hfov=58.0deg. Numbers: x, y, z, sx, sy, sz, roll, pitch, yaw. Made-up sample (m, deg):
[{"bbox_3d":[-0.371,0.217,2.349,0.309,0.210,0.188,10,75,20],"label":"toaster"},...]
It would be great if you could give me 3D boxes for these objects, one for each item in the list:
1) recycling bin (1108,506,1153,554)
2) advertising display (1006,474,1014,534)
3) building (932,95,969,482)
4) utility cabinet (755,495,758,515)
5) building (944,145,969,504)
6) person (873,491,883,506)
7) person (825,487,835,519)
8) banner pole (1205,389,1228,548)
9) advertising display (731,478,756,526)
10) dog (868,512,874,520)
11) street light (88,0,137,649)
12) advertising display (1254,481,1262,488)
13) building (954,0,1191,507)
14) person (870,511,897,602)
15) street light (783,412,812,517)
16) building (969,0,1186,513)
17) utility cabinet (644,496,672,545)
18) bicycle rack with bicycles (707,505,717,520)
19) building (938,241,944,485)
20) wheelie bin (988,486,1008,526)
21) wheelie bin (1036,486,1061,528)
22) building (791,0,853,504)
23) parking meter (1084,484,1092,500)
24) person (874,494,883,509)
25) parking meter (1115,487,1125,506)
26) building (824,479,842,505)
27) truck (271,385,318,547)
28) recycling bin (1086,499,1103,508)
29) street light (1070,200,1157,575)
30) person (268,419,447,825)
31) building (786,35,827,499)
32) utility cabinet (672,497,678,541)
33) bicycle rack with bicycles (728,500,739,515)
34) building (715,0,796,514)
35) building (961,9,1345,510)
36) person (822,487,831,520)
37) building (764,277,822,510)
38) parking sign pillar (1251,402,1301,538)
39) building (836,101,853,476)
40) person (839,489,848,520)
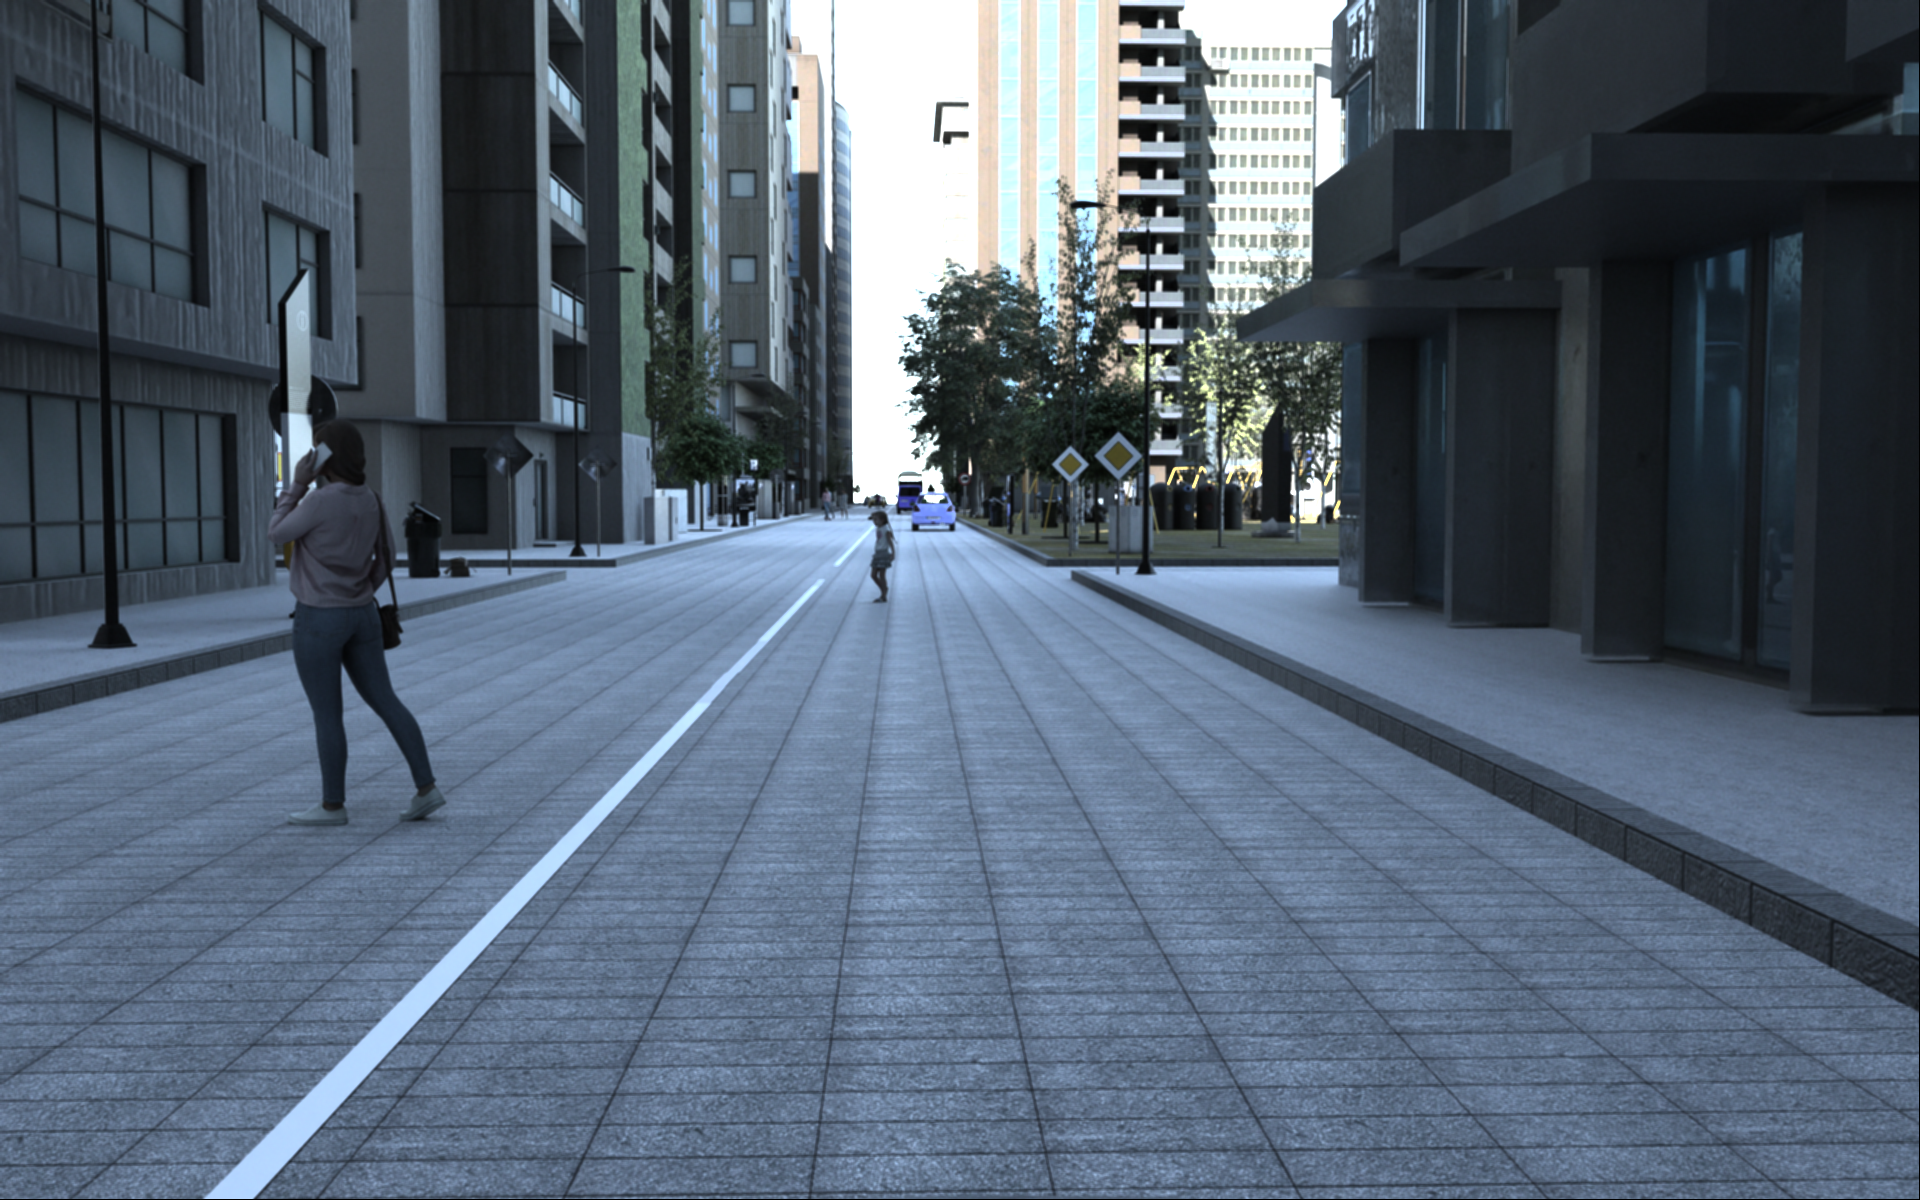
[{"bbox_3d":[3.715,-1.536,37.675,0.722,1.027,0.722,-2,4,-33],"label":"recycling bin"},{"bbox_3d":[1.616,-3.102,55.932,0.123,1.923,0.974,0,4,-5],"label":"advertising display"},{"bbox_3d":[10.938,-39.015,227.129,28.713,52.752,27.495,0,4,-2],"label":"building"},{"bbox_3d":[-13.050,-5.902,107.656,1.020,1.237,0.306,-2,4,-31],"label":"utility cabinet"},{"bbox_3d":[5.047,-31.942,205.843,14.154,41.232,14.086,0,4,-2],"label":"building"},{"bbox_3d":[-8.192,-9.971,172.312,1.217,1.735,0.721,2,4,34],"label":"person"},{"bbox_3d":[-7.702,-5.691,101.403,0.748,1.841,0.638,3,5,43],"label":"person"},{"bbox_3d":[6.084,-3.139,41.345,0.401,3.779,0.863,3,5,43],"label":"banner pole"},{"bbox_3d":[-8.664,-3.927,69.416,0.974,1.923,0.123,-1,4,-13],"label":"advertising display"},{"bbox_3d":[-4.876,-4.667,96.497,0.550,0.427,0.748,0,4,7],"label":"dog"},{"bbox_3d":[-6.572,-2.558,14.368,1.470,5.913,1.316,0,4,-2],"label":"street light"},{"bbox_3d":[15.465,-5.087,88.378,0.974,1.923,0.123,-1,4,-8],"label":"advertising display"},{"bbox_3d":[10.978,-52.371,168.931,22.319,86.520,31.000,0,4,-2],"label":"building"},{"bbox_3d":[-0.969,-0.576,22.938,0.382,1.210,0.505,-2,4,-35],"label":"person"},{"bbox_3d":[-9.318,-7.679,98.086,1.470,5.913,1.316,0,4,-2],"label":"street light"},{"bbox_3d":[7.820,-28.957,123.559,14.600,45.320,14.200,0,4,-2],"label":"building"},{"bbox_3d":[-7.795,-2.036,44.447,0.306,1.237,1.020,1,4,11],"label":"utility cabinet"},{"bbox_3d":[-13.714,-4.359,84.652,2.852,0.926,2.925,-2,4,-33],"label":"bicycle rack with bicycles"},{"bbox_3d":[7.921,-36.746,255.419,22.147,44.769,28.867,0,4,-2],"label":"building"},{"bbox_3d":[1.530,-3.747,69.175,0.980,1.594,0.693,3,4,36],"label":"wheelie bin"},{"bbox_3d":[3.359,-3.553,65.999,0.980,1.594,0.693,0,4,-4],"label":"wheelie bin"},{"bbox_3d":[-24.448,-48.303,228.003,20.563,71.187,20.611,0,4,-2],"label":"building"},{"bbox_3d":[7.184,-5.580,96.942,0.399,1.863,0.255,-1,4,-8],"label":"parking meter"},{"bbox_3d":[-7.519,-9.123,160.891,0.991,1.433,0.599,-1,4,-18],"label":"person"},{"bbox_3d":[5.721,-3.275,61.957,0.372,1.533,0.369,0,3,0],"label":"parking meter"},{"bbox_3d":[-30.466,-31.443,205.968,32.217,40.220,23.993,0,4,-2],"label":"building"},{"bbox_3d":[-17.519,-2.562,30.807,11.283,4.237,2.839,0,4,-4],"label":"truck"},{"bbox_3d":[7.479,-5.116,96.198,0.722,1.027,0.722,2,4,27],"label":"recycling bin"},{"bbox_3d":[2.438,-3.366,27.569,1.470,5.913,1.316,0,4,-2],"label":"street light"},{"bbox_3d":[-2.590,0.098,7.491,0.643,1.750,0.593,1,4,21],"label":"person"},{"bbox_3d":[-20.701,-32.020,173.635,14.600,45.320,14.200,0,4,-2],"label":"building"},{"bbox_3d":[-7.974,-2.234,47.692,0.306,1.237,1.020,0,4,0],"label":"utility cabinet"},{"bbox_3d":[-14.032,-5.532,103.836,2.925,0.926,2.852,-3,5,-45],"label":"bicycle rack with bicycles"},{"bbox_3d":[-26.000,-32.633,122.793,28.713,52.752,27.495,0,4,-2],"label":"building"},{"bbox_3d":[16.391,-27.595,143.058,32.217,40.220,23.993,0,4,-2],"label":"building"},{"bbox_3d":[-7.266,-5.245,94.261,0.555,1.821,0.388,-3,4,-37],"label":"person"},{"bbox_3d":[-26.739,-18.767,151.881,27.650,21.520,28.899,0,4,-2],"label":"building"},{"bbox_3d":[9.363,-3.839,51.245,1.447,3.967,1.447,-1,4,-12],"label":"parking sign pillar"},{"bbox_3d":[-26.546,-43.468,252.701,21.231,58.520,28.212,0,4,-2],"label":"building"},{"bbox_3d":[-6.507,-5.374,97.119,0.466,1.731,0.760,1,4,12],"label":"person"}]
